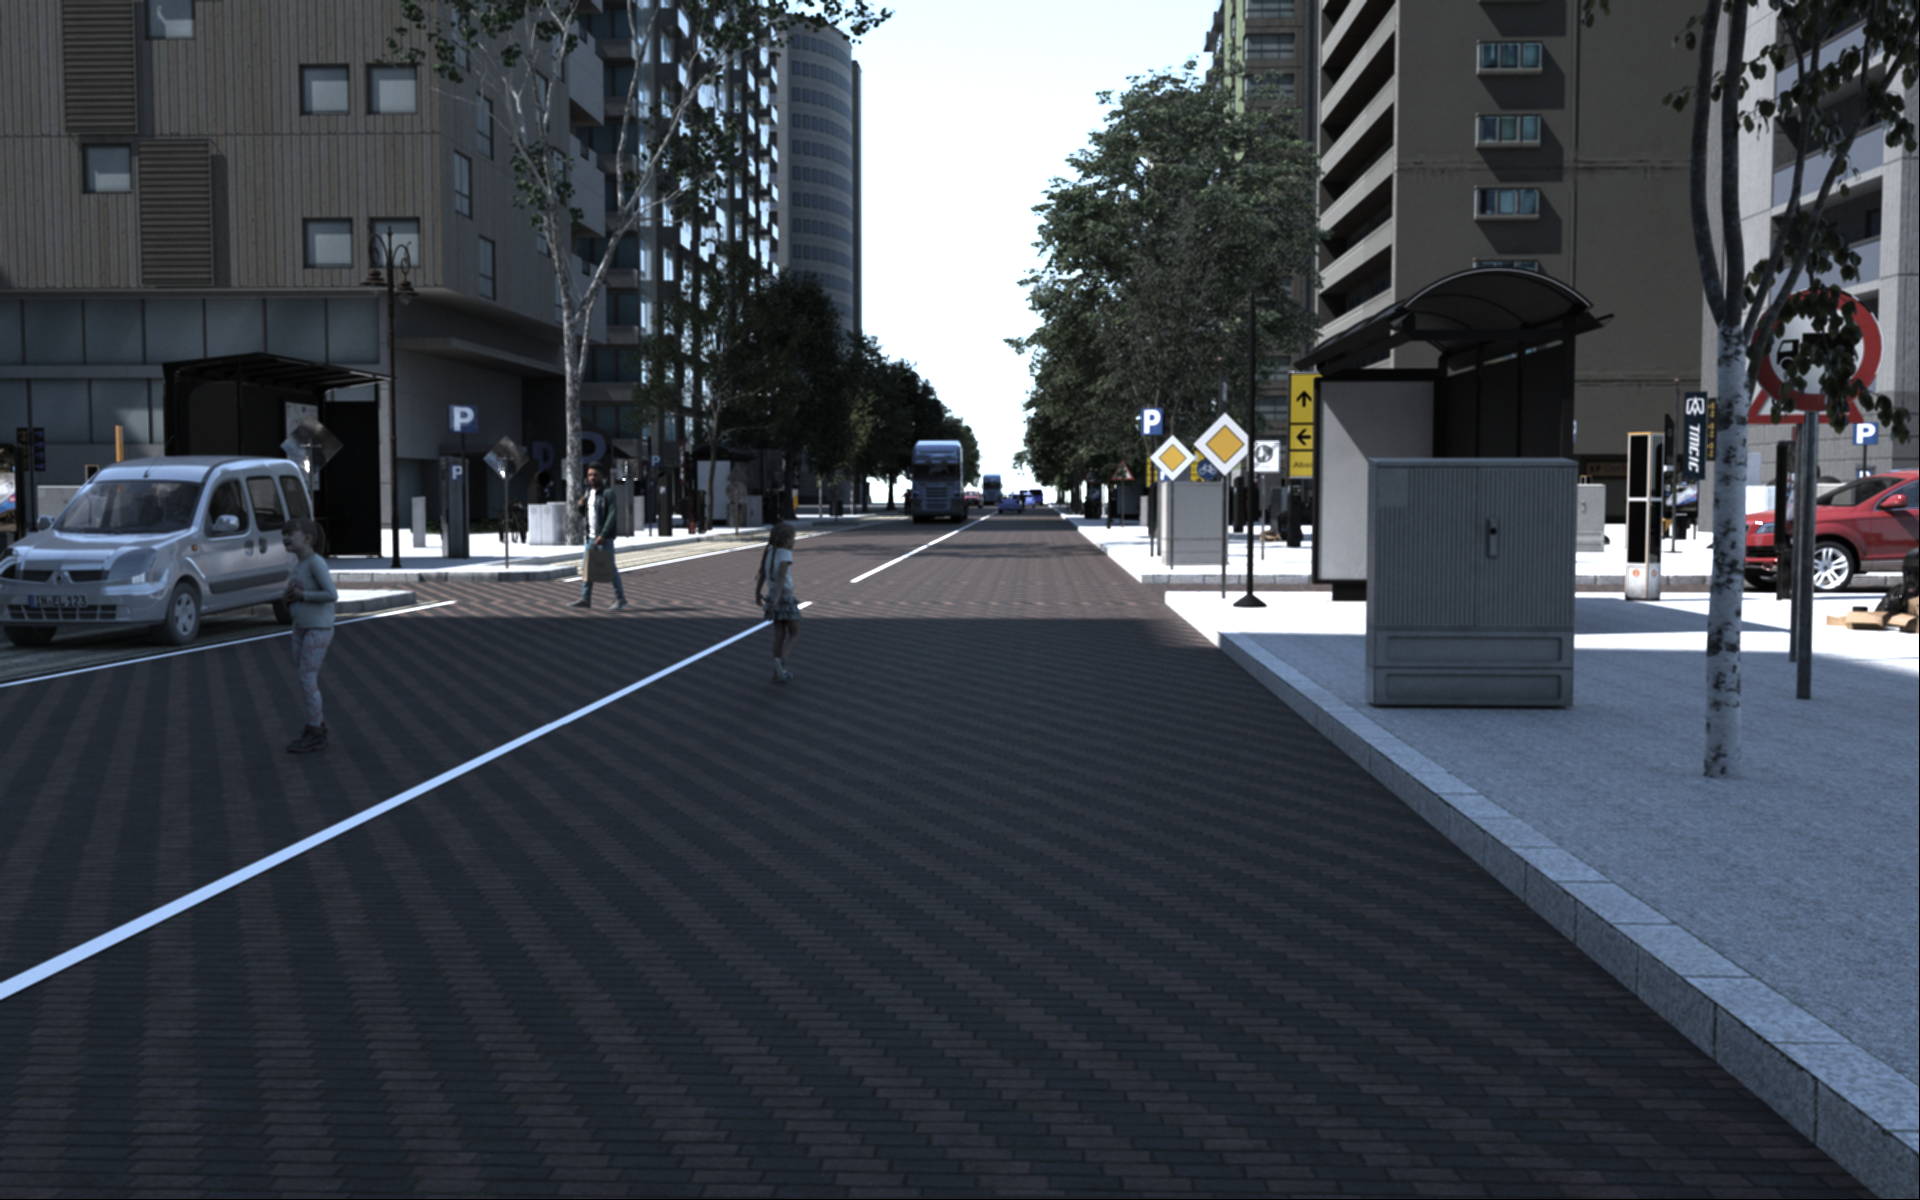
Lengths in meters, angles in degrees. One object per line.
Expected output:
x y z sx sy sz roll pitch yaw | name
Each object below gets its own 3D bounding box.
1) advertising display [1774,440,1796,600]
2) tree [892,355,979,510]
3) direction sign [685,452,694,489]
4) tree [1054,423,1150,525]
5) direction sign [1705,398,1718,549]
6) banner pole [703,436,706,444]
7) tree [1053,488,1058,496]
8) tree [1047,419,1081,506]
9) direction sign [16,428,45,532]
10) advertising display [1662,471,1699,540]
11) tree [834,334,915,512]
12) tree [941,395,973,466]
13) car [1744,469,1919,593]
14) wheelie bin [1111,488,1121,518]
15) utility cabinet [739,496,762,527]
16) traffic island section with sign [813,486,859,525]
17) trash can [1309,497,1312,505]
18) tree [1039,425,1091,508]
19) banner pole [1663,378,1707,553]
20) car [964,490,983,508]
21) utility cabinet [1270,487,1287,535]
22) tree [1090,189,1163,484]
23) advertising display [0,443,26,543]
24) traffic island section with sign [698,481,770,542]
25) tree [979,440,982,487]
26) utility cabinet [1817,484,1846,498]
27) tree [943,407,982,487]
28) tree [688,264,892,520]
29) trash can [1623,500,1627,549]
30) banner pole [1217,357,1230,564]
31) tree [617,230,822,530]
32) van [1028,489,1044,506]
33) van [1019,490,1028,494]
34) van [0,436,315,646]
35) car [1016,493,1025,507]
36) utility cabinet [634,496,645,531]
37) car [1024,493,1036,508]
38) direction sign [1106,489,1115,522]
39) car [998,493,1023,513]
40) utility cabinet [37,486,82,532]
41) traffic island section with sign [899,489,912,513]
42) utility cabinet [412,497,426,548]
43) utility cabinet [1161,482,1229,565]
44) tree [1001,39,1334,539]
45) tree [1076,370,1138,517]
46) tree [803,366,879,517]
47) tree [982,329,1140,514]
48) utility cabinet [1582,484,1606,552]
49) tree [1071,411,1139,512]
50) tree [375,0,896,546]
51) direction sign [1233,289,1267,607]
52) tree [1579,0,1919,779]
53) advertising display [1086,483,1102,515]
10.171 -0.977 21.184 0.123 1.923 0.974 3 5 41 | advertising display
-5.470 -13.584 139.108 9.611 12.733 9.660 0 3 0 | tree
-14.328 -6.138 92.347 0.876 3.537 0.379 0 4 4 | direction sign
6.795 -5.451 72.830 4.285 4.588 4.351 0 3 0 | tree
17.730 -2.973 40.610 0.379 3.537 0.876 0 4 -5 | direction sign
-10.900 -5.229 75.504 0.863 3.779 0.401 -2 4 -27 | banner pole
14.723 -18.785 257.494 4.737 8.622 4.395 0 3 0 | tree
10.023 -13.076 148.211 7.601 10.594 8.767 2 4 33 | tree
-31.666 -4.104 59.092 0.876 3.537 0.379 0 4 -7 | direction sign
20.122 -2.641 48.400 0.974 1.923 0.123 0 4 2 | advertising display
-6.830 -12.519 122.816 7.486 12.596 7.792 0 3 0 | tree
-3.598 -17.665 199.191 12.009 13.543 11.850 0 3 0 | tree
13.948 -1.028 25.479 5.304 1.827 2.281 0 4 1 | car
8.296 -5.102 91.325 0.980 1.594 0.693 2 4 30 | wheelie bin
-8.273 -3.465 67.816 1.020 1.237 0.306 1 4 14 | utility cabinet
-5.662 -4.336 79.521 1.989 1.847 2.006 0 4 2 | traffic island section with sign
16.978 -4.336 82.542 0.748 1.137 0.748 0 3 0 | trash can
10.393 -14.831 160.612 7.486 12.596 7.792 0 3 0 | tree
15.712 -2.902 37.469 0.863 3.779 0.401 3 4 38 | banner pole
1.246 -10.270 176.590 2.281 1.827 5.304 0 4 4 | car
9.826 -2.721 53.174 0.318 1.500 1.173 0 4 -5 | utility cabinet
4.813 -5.515 40.533 4.360 8.622 3.978 0 3 0 | tree
-12.310 -1.029 22.036 0.974 1.923 0.123 1 4 18 | advertising display
-6.802 -2.689 52.590 1.989 1.847 2.006 0 4 2 | traffic island section with sign
-4.078 -15.163 164.917 9.611 12.733 9.660 0 3 0 | tree
18.322 -1.719 36.790 1.173 1.500 0.318 3 5 43 | utility cabinet
-2.214 -18.630 222.725 7.486 12.596 7.792 0 3 0 | tree
-8.574 -10.356 86.320 9.611 12.733 9.660 0 3 0 | tree
15.130 -1.645 38.542 0.748 1.137 0.748 0 3 0 | trash can
4.840 -2.565 31.954 0.401 3.779 0.863 1 4 20 | banner pole
-8.608 -7.746 61.053 7.601 10.594 8.767 1 4 12 | tree
9.251 -12.800 213.660 2.240 2.365 5.245 0 4 1 | van
9.549 -15.255 253.797 2.240 2.365 5.245 0 4 4 | van
-8.042 -0.647 17.590 2.013 2.044 4.112 0 4 2 | van
6.263 -11.022 189.808 1.945 1.707 3.694 0 4 2 | car
-11.157 -3.001 60.234 0.306 1.237 1.020 0 4 -6 | utility cabinet
6.887 -10.352 178.850 1.945 1.707 3.694 0 4 2 | car
6.912 -5.349 79.450 0.379 3.537 0.876 0 4 -1 | direction sign
3.794 -7.402 130.610 1.945 1.707 3.694 0 4 4 | car
-24.628 -2.376 47.532 1.173 1.500 0.318 -2 4 -24 | utility cabinet
-3.527 -7.374 129.190 1.989 1.847 2.006 0 4 2 | traffic island section with sign
-13.011 -1.864 41.642 0.306 1.237 1.020 -1 4 -16 | utility cabinet
4.213 -1.371 31.098 1.173 1.500 0.318 -1 4 -13 | utility cabinet
5.836 -8.749 49.704 9.857 13.997 8.962 0 3 0 | tree
8.422 -9.051 98.350 4.737 8.622 4.395 0 3 0 | tree
-7.549 -8.934 96.440 4.737 8.622 4.395 0 3 0 | tree
7.633 -11.872 111.117 9.611 12.733 9.660 0 3 0 | tree
13.567 -1.802 38.137 1.173 1.500 0.318 0 4 1 | utility cabinet
9.252 -12.024 122.345 9.928 11.665 9.643 0 3 0 | tree
-8.418 -11.357 41.568 12.611 20.169 13.585 0 3 0 | tree
3.306 -1.692 19.657 0.379 3.537 0.876 1 4 10 | direction sign
3.684 -3.496 7.516 4.360 8.622 3.978 0 3 0 | tree
7.214 -5.378 93.138 0.974 1.923 0.123 3 5 40 | advertising display
